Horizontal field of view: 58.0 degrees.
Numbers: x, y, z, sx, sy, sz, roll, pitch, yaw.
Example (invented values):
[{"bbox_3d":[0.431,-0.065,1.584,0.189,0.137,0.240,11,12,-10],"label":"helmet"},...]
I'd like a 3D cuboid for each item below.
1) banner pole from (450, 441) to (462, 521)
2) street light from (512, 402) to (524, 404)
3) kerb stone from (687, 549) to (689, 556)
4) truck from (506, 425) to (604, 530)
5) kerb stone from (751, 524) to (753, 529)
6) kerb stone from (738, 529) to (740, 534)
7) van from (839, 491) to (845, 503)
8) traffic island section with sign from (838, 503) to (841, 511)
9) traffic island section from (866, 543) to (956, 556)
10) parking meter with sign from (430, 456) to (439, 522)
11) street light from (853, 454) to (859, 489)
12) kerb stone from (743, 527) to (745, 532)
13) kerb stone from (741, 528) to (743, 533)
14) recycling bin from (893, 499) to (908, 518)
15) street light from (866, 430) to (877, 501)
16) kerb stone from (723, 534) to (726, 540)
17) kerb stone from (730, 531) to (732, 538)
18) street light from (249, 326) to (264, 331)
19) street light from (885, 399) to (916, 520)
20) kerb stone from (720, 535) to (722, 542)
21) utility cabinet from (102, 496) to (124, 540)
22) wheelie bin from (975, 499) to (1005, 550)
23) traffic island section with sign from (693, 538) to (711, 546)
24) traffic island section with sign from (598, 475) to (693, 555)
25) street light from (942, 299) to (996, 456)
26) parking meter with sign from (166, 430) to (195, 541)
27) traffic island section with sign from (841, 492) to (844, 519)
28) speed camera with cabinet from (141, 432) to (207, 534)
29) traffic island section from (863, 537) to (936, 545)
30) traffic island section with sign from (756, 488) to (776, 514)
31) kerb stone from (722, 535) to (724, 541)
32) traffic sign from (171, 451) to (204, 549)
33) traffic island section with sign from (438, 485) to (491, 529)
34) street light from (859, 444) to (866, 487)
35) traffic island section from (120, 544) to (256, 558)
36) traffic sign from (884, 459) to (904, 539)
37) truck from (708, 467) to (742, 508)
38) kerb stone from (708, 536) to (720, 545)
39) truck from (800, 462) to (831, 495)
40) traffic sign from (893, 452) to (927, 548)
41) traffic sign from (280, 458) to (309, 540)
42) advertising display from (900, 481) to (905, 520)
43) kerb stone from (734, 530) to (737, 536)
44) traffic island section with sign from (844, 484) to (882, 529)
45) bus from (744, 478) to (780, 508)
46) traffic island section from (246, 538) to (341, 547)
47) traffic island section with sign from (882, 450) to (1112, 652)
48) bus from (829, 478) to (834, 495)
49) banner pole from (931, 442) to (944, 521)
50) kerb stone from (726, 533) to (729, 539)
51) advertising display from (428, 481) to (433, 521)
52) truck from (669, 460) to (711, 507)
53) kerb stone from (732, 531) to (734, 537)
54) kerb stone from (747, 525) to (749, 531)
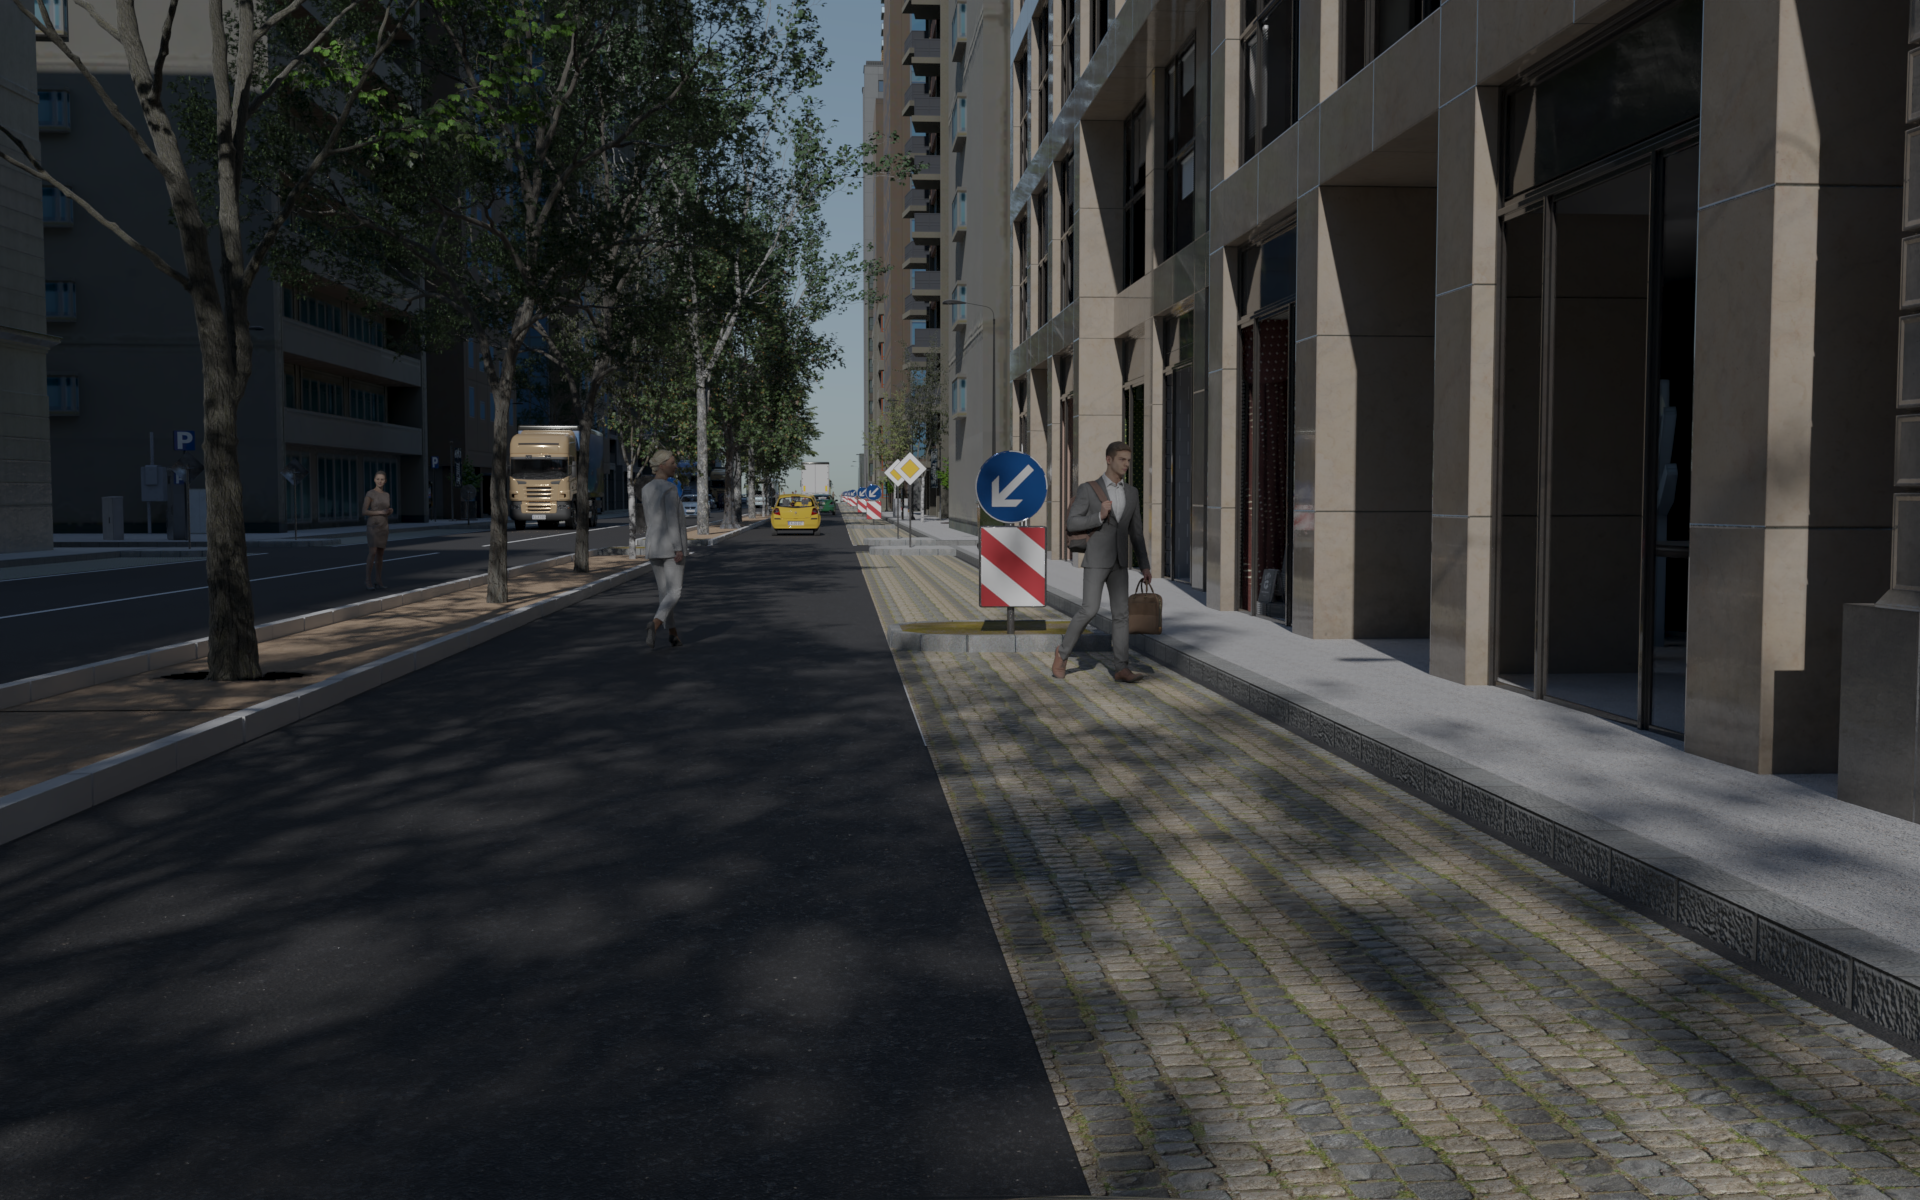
[{"bbox_3d":[-23.881,-5.628,82.031,0.401,3.779,0.863,2,4,31],"label":"banner pole"},{"bbox_3d":[-22.733,-7.035,87.567,1.470,5.913,1.316,0,4,-4],"label":"street light"},{"bbox_3d":[-6.380,-1.094,40.144,0.120,0.150,1.000,0,4,-4],"label":"kerb stone"},{"bbox_3d":[-16.902,-5.128,72.759,2.839,4.237,11.283,0,4,-5],"label":"truck"},{"bbox_3d":[-8.490,-2.884,69.345,0.120,0.150,1.000,0,4,-4],"label":"kerb stone"},{"bbox_3d":[-7.823,-2.316,60.135,0.120,0.150,1.000,0,4,-4],"label":"kerb stone"},{"bbox_3d":[-17.558,-15.826,265.769,2.013,2.044,4.112,0,4,-5],"label":"van"},{"bbox_3d":[-9.328,-8.604,149.297,1.989,1.847,2.006,0,4,-4],"label":"traffic island section with sign"},{"bbox_3d":[-1.172,-1.179,41.562,2.009,0.180,2.903,0,4,-4],"label":"traffic island section"},{"bbox_3d":[-25.069,-5.142,80.336,1.738,3.016,0.543,1,4,18],"label":"parking meter with sign"},{"bbox_3d":[-11.356,-13.962,200.819,1.470,5.913,1.316,0,4,-4],"label":"street light"},{"bbox_3d":[-8.042,-2.505,63.203,0.120,0.150,1.000,0,4,-4],"label":"kerb stone"},{"bbox_3d":[-7.977,-2.440,62.183,0.120,0.150,1.000,0,4,-4],"label":"kerb stone"},{"bbox_3d":[-3.273,-5.050,95.118,0.722,1.027,0.722,-1,4,-13],"label":"recycling bin"},{"bbox_3d":[-5.810,-9.292,124.463,1.470,5.913,1.316,0,4,-4],"label":"street light"},{"bbox_3d":[-7.313,-1.881,52.951,0.120,0.150,1.000,0,4,-4],"label":"kerb stone"},{"bbox_3d":[-7.533,-2.069,56.030,0.120,0.150,1.000,0,4,-4],"label":"kerb stone"},{"bbox_3d":[-19.944,-4.617,48.022,1.470,5.913,1.316,0,4,-4],"label":"street light"},{"bbox_3d":[-2.869,-6.868,84.831,1.470,5.913,1.316,0,4,-4],"label":"street light"},{"bbox_3d":[-7.165,-1.756,50.908,0.120,0.150,1.000,0,4,-4],"label":"kerb stone"},{"bbox_3d":[-23.716,-2.282,48.472,0.306,1.237,1.020,-3,5,-41],"label":"utility cabinet"},{"bbox_3d":[0.709,-1.886,38.750,0.693,1.594,0.980,0,4,-7],"label":"wheelie bin"},{"bbox_3d":[-8.062,-2.483,48.730,2.006,1.907,1.989,0,4,-4],"label":"traffic island section with sign"},{"bbox_3d":[-7.536,-2.031,41.342,2.006,1.907,1.989,0,4,-4],"label":"traffic island section with sign"},{"bbox_3d":[0.275,-4.220,41.540,1.470,5.913,1.316,0,4,-4],"label":"street light"},{"bbox_3d":[-21.771,-3.179,48.237,0.543,3.016,1.738,-3,4,-37],"label":"parking meter with sign"},{"bbox_3d":[-5.661,-5.516,98.821,1.989,1.847,2.006,0,4,-4],"label":"traffic island section with sign"},{"bbox_3d":[-25.106,-3.744,55.556,2.038,3.252,0.660,0,4,-5],"label":"speed camera with cabinet"},{"bbox_3d":[-1.750,-1.666,49.527,2.009,0.180,2.903,0,4,-4],"label":"traffic island section"},{"bbox_3d":[-13.509,-7.066,123.672,2.006,1.907,1.989,0,4,-4],"label":"traffic island section with sign"},{"bbox_3d":[-7.233,-1.815,51.930,0.120,0.150,1.000,0,4,-4],"label":"kerb stone"},{"bbox_3d":[-17.947,-2.242,40.293,0.795,2.450,0.064,0,4,-4],"label":"traffic sign"},{"bbox_3d":[-20.201,-3.815,71.002,1.989,1.847,2.006,0,4,-4],"label":"traffic island section with sign"},{"bbox_3d":[-8.452,-11.572,161.738,1.470,5.913,1.316,0,4,-4],"label":"street light"},{"bbox_3d":[-17.970,-1.105,40.353,2.009,0.180,2.903,0,4,-4],"label":"traffic island section"},{"bbox_3d":[-1.773,-2.802,49.448,0.795,2.450,0.064,0,4,-4],"label":"traffic sign"},{"bbox_3d":[-24.390,-11.706,180.302,2.839,4.237,11.283,0,4,-3],"label":"truck"},{"bbox_3d":[-7.086,-1.693,49.889,0.120,0.150,1.000,0,4,-4],"label":"kerb stone"},{"bbox_3d":[-13.034,-10.232,156.209,2.839,4.237,11.283,0,4,-5],"label":"truck"},{"bbox_3d":[-1.195,-2.314,41.483,0.795,2.450,0.064,0,4,-4],"label":"traffic sign"},{"bbox_3d":[-18.525,-2.729,48.257,0.795,2.450,0.064,0,4,-4],"label":"traffic sign"},{"bbox_3d":[-2.866,-4.958,86.283,0.123,1.923,0.974,0,4,-7],"label":"advertising display"},{"bbox_3d":[-7.669,-2.195,58.084,0.120,0.150,1.000,0,4,-4],"label":"kerb stone"},{"bbox_3d":[-3.707,-3.872,71.936,1.989,1.847,2.006,0,4,-4],"label":"traffic island section with sign"},{"bbox_3d":[-20.234,-11.206,178.079,2.948,3.499,13.247,0,4,-2],"label":"bus"},{"bbox_3d":[-18.548,-1.592,48.317,2.009,0.180,2.903,0,4,-4],"label":"traffic island section"},{"bbox_3d":[0.310,-0.483,16.520,1.989,1.847,2.006,0,4,-4],"label":"traffic island section with sign"},{"bbox_3d":[-19.273,-15.352,242.549,2.896,3.916,12.252,0,4,-3],"label":"bus"},{"bbox_3d":[-1.124,-5.736,83.805,0.863,3.779,0.401,3,5,43],"label":"banner pole"},{"bbox_3d":[-7.376,-1.944,53.979,0.120,0.150,1.000,0,4,-4],"label":"kerb stone"},{"bbox_3d":[-25.976,-4.804,83.758,0.974,1.923,0.123,1,4,12],"label":"advertising display"},{"bbox_3d":[-22.210,-9.361,142.812,2.967,4.110,18.799,0,4,-6],"label":"truck"},{"bbox_3d":[-7.606,-2.132,57.060,0.120,0.150,1.000,0,4,-4],"label":"kerb stone"},{"bbox_3d":[-8.274,-2.693,66.271,0.120,0.150,1.000,0,4,-4],"label":"kerb stone"}]
